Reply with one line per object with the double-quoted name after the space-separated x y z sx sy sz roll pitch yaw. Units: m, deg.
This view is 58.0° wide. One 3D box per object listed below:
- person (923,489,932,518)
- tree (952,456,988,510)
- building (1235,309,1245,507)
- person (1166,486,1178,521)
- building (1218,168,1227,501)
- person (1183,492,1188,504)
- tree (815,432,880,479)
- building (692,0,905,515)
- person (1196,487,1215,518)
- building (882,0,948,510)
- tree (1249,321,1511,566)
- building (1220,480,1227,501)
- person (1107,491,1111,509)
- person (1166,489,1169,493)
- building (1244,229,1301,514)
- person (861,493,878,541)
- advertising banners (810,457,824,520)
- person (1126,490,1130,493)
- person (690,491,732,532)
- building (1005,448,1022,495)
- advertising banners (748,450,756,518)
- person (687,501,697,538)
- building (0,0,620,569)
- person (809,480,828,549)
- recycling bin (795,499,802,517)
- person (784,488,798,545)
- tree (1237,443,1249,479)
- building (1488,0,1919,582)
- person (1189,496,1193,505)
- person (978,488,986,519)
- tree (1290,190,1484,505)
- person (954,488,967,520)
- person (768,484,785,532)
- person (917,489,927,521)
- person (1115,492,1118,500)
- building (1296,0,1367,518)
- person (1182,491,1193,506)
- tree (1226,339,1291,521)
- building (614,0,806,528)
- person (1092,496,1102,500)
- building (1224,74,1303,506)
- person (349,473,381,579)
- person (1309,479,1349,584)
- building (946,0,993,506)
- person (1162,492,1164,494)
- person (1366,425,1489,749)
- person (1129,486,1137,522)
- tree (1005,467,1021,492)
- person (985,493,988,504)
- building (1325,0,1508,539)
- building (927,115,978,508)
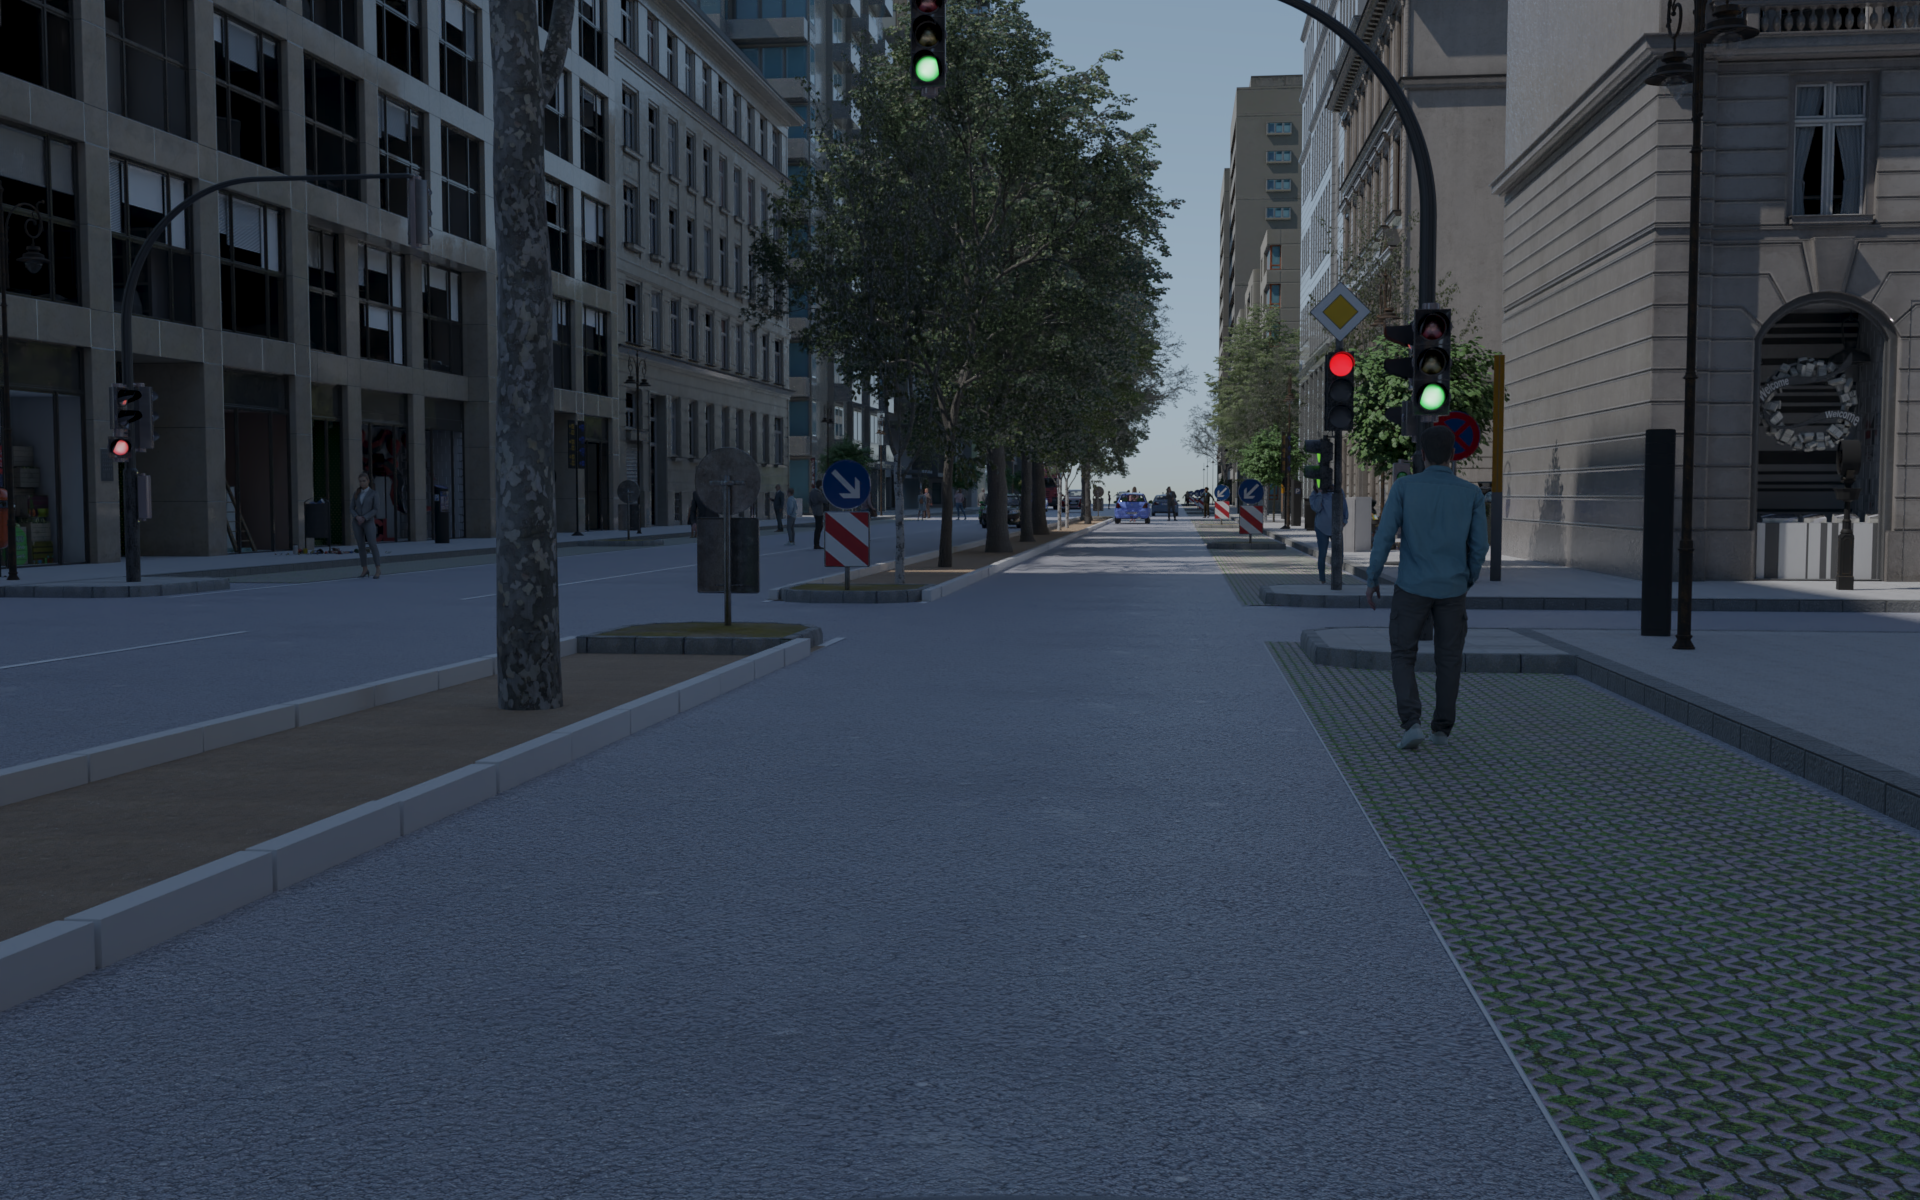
-1.996 -5.711 102.431 0.434 1.755 0.990 -3 5 -40 "person"
0.373 -9.826 144.372 4.285 4.588 4.351 0 3 0 "tree"
39.125 -18.931 154.566 27.650 21.520 28.899 0 4 7 "building"
11.414 -5.203 93.374 0.655 1.846 0.447 0 4 2 "person"
47.363 -37.876 242.978 21.300 48.544 21.600 0 4 7 "building"
30.641 -13.795 234.598 0.990 1.755 0.434 1 4 20 "person"
-5.932 -6.596 91.563 4.285 4.588 4.351 0 3 0 "tree"
-16.760 -30.369 116.139 23.786 49.044 30.456 0 4 7 "building"
14.672 -5.812 103.163 1.348 1.869 0.705 3 5 44 "person"
-15.679 -34.046 145.895 28.713 52.752 27.495 0 4 7 "building"
8.254 -2.915 31.380 4.285 4.588 4.351 0 3 0 "tree"
49.668 -32.302 220.020 32.217 40.220 23.993 0 4 7 "building"
14.170 -9.441 163.550 0.721 1.739 1.217 1 4 10 "person"
15.740 -7.541 131.426 1.348 1.869 0.705 3 5 41 "person"
35.506 -17.181 125.949 27.650 21.520 28.899 0 4 7 "building"
-2.840 -2.642 52.286 0.593 1.750 0.643 3 4 38 "person"
-6.784 -5.343 83.545 0.090 3.025 2.074 1 4 19 "advertising banners"
12.080 -6.984 123.410 0.721 1.743 1.217 -3 5 -42 "person"
-4.107 -1.223 28.269 0.659 1.850 0.755 1 4 9 "person"
1.097 -33.020 223.465 14.154 41.232 14.086 0 4 7 "building"
-8.449 -4.533 70.301 0.090 3.025 2.074 0 4 1 "advertising banners"
-8.724 -2.647 56.448 0.362 1.253 0.373 -3 5 -41 "person"
-23.762 -14.734 45.425 19.350 26.468 34.151 0 4 7 "building"
-3.668 -2.226 45.074 0.473 1.802 0.592 -1 4 -13 "person"
-9.391 -5.220 97.907 0.722 1.027 0.722 2 4 25 "recycling bin"
-4.736 -2.338 48.543 0.330 1.601 0.589 1 4 19 "person"
14.301 -5.802 78.582 4.285 4.588 4.351 0 3 0 "tree"
22.202 -11.453 29.058 24.055 21.916 13.314 0 4 7 "building"
27.467 -11.888 206.049 0.799 1.438 0.628 2 4 27 "person"
1.339 -5.504 98.894 0.834 1.777 0.661 -3 5 -43 "person"
10.338 -5.601 41.933 4.360 8.622 3.978 0 3 0 "tree"
0.050 -5.311 95.932 0.593 1.750 0.643 -3 5 -41 "person"
-6.912 -3.466 65.348 0.590 1.801 0.661 -2 4 -33 "person"
-2.041 -5.074 92.457 0.512 1.701 0.522 0 4 2 "person"
22.922 -14.869 252.394 1.217 1.735 0.721 0 4 -6 "person"
22.541 -18.582 81.306 11.434 29.767 29.804 0 4 7 "building"
26.508 -11.819 201.749 1.348 1.823 0.705 1 4 9 "person"
14.674 -8.113 83.014 4.360 8.622 3.978 0 3 0 "tree"
-17.870 -14.912 77.094 16.112 22.955 30.059 0 4 7 "building"
11.772 -8.551 148.442 1.348 1.807 0.705 -3 5 -41 "person"
41.634 -35.052 196.806 21.300 48.544 21.600 0 4 7 "building"
-10.126 -1.265 29.451 0.520 1.790 0.573 -1 4 -12 "person"
5.465 -1.029 25.589 0.793 1.790 0.793 -3 5 -40 "person"
-6.562 -54.283 200.202 22.319 86.520 31.000 0 4 7 "building"
27.531 -13.772 234.617 0.756 1.711 0.436 0 3 0 "person"
2.643 -0.077 9.776 0.660 1.820 0.620 0 4 3 "person"
8.942 -4.912 88.813 0.555 1.821 0.388 -1 4 -19 "person"
4.026 -11.769 176.140 4.285 4.588 4.351 0 3 0 "tree"
1.485 -4.308 79.334 0.661 1.777 0.834 1 4 12 "person"
18.238 -11.793 57.444 10.561 19.102 19.286 0 4 7 "building"
-6.052 -29.503 165.968 14.154 41.232 14.086 0 4 7 "building"
